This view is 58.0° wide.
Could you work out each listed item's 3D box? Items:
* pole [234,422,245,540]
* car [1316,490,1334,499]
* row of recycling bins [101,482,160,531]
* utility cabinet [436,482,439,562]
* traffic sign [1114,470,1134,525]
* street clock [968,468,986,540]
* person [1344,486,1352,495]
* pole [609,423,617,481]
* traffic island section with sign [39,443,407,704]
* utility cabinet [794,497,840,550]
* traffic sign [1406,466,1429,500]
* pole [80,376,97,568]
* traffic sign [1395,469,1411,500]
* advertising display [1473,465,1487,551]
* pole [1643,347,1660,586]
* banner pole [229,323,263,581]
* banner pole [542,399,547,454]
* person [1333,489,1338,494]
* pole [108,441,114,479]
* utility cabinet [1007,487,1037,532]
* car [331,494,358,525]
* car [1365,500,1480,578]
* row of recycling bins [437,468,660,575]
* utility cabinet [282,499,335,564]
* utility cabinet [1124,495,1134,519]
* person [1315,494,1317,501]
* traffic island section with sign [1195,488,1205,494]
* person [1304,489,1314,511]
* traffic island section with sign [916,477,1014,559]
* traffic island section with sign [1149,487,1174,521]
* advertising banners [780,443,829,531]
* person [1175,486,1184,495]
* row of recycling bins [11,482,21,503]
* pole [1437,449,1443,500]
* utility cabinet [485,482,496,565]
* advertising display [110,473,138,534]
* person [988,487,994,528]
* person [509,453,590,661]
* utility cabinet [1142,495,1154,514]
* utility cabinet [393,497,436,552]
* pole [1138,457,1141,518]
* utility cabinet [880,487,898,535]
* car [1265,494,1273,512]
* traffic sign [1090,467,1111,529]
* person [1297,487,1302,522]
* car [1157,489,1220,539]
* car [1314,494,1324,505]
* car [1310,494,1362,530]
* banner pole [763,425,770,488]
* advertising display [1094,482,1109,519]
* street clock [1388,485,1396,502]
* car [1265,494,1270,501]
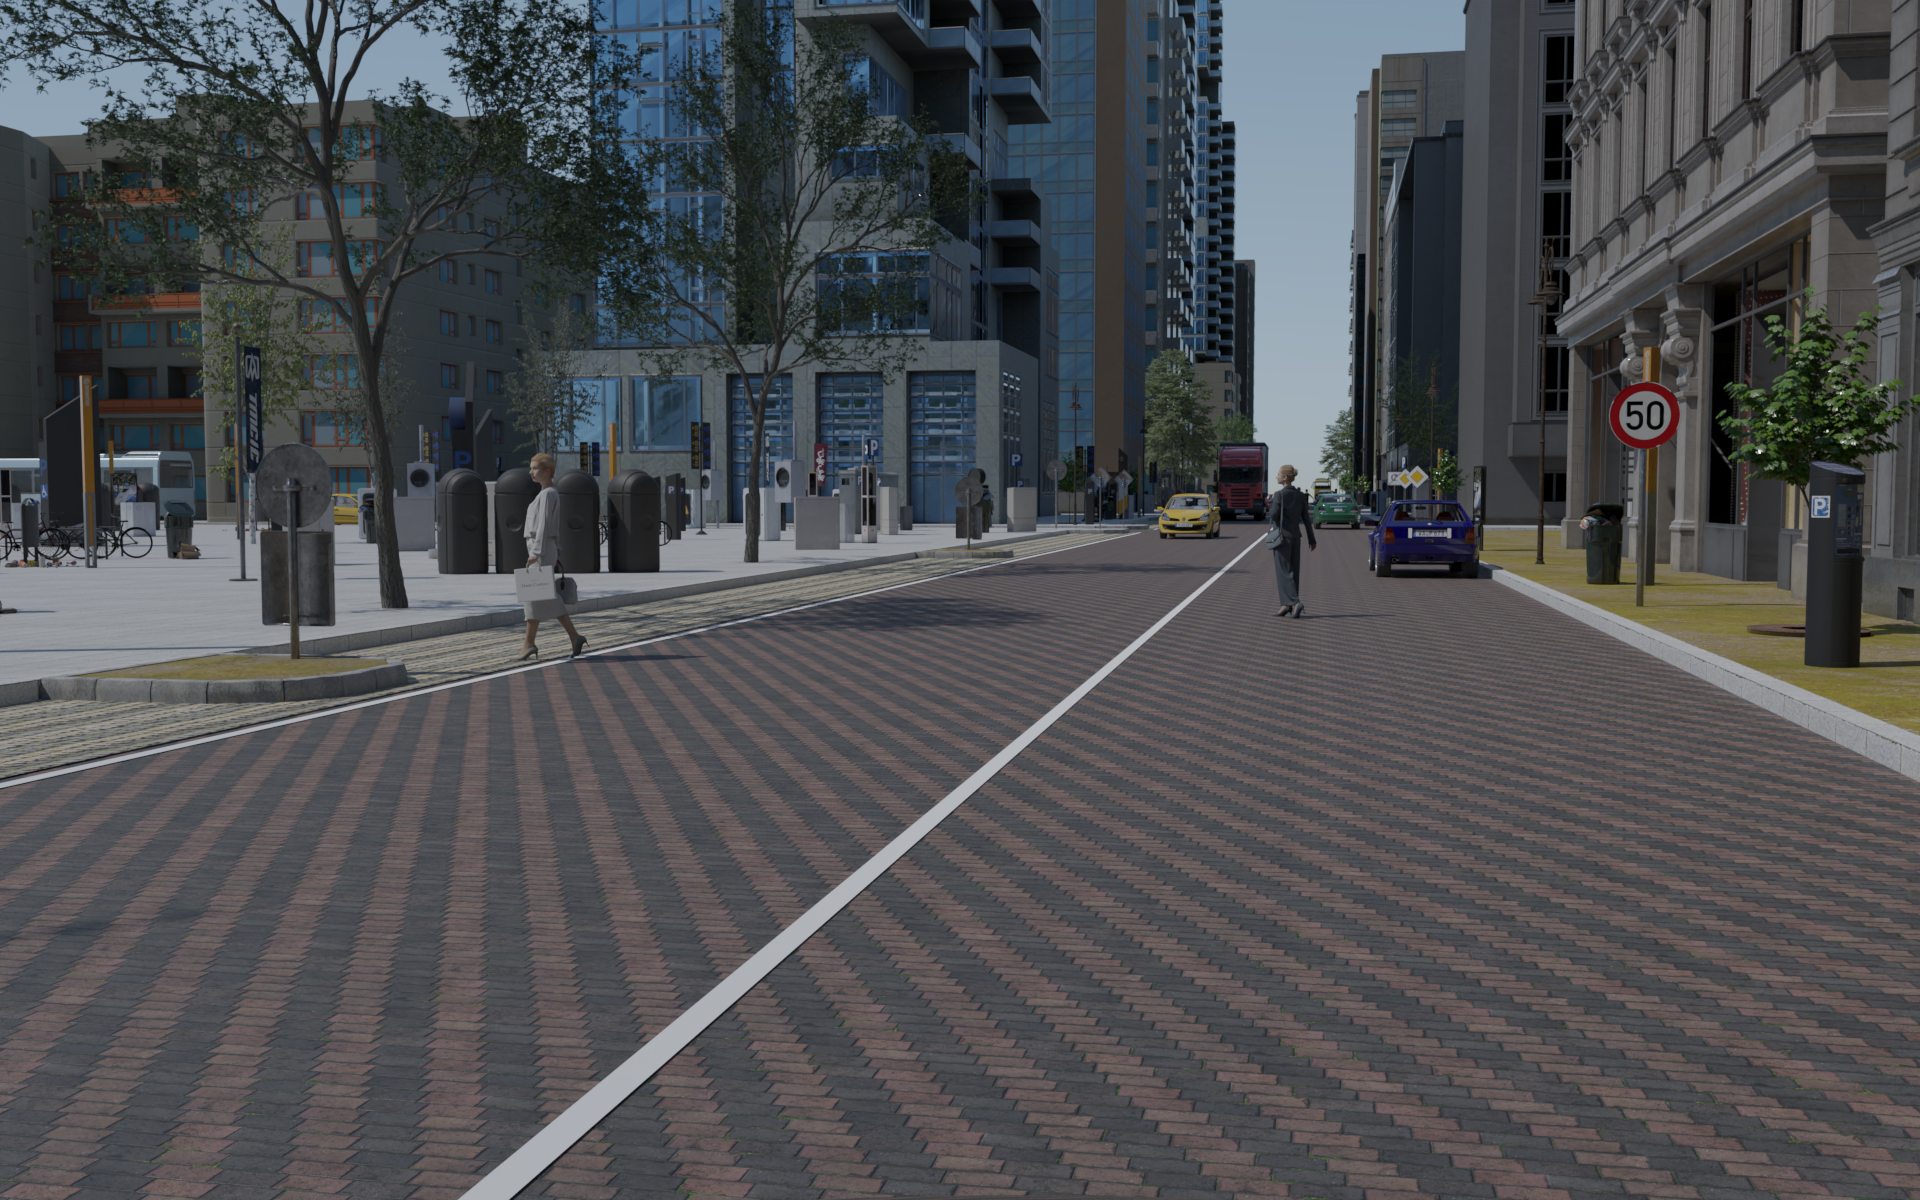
[{"bbox_3d":[-20.219,-3.350,48.613,0.158,3.312,0.155,0,3,0],"label":"pole"},{"bbox_3d":[37.733,-10.366,178.150,2.281,1.827,5.304,1,4,13],"label":"car"},{"bbox_3d":[-29.415,-3.279,60.732,1.069,1.692,3.534,1,4,10],"label":"row of recycling bins"},{"bbox_3d":[-9.755,-1.480,32.884,0.318,1.500,1.173,-1,4,-15],"label":"utility cabinet"},{"bbox_3d":[6.726,-4.126,71.097,0.795,2.450,0.064,1,4,11],"label":"traffic sign"},{"bbox_3d":[0.477,-2.689,48.541,0.471,2.002,0.358,3,5,43],"label":"street clock"},{"bbox_3d":[19.229,-4.738,85.884,0.656,1.842,0.836,3,5,39],"label":"person"},{"bbox_3d":[-9.963,-3.421,49.770,0.158,3.312,0.155,0,3,0],"label":"pole"},{"bbox_3d":[-5.219,-0.250,12.723,1.989,1.847,2.006,1,4,11],"label":"traffic island section with sign"},{"bbox_3d":[-3.292,-1.755,39.859,1.020,1.237,0.306,-1,4,-12],"label":"utility cabinet"},{"bbox_3d":[16.094,-3.509,61.022,0.795,2.450,0.064,1,4,11],"label":"traffic sign"},{"bbox_3d":[-15.077,-2.209,29.958,0.158,3.312,0.155,0,3,0],"label":"pole"},{"bbox_3d":[17.691,-3.988,68.847,0.795,2.450,0.064,1,4,11],"label":"traffic sign"},{"bbox_3d":[11.796,-2.087,39.340,0.123,1.923,0.974,0,4,7],"label":"advertising display"},{"bbox_3d":[9.612,-1.854,24.160,0.158,3.312,0.155,0,3,0],"label":"pole"},{"bbox_3d":[-10.559,-2.183,25.713,0.401,3.779,0.863,1,4,8],"label":"banner pole"},{"bbox_3d":[-10.942,-3.408,45.732,0.401,3.779,0.863,-1,4,-16],"label":"banner pole"},{"bbox_3d":[28.503,-7.528,131.391,0.447,1.846,0.655,0,4,4],"label":"person"},{"bbox_3d":[-32.554,-4.443,66.490,0.158,3.312,0.155,0,3,0],"label":"pole"},{"bbox_3d":[2.057,-3.005,57.808,0.318,1.500,1.173,3,5,42],"label":"utility cabinet"},{"bbox_3d":[-25.796,-3.890,73.828,3.980,1.641,2.015,1,4,12],"label":"car"},{"bbox_3d":[8.268,-1.129,31.047,1.945,1.354,3.894,1,4,11],"label":"car"},{"bbox_3d":[-6.674,-1.288,28.172,3.534,1.692,1.069,-1,4,-11],"label":"row of recycling bins"},{"bbox_3d":[-11.737,-1.228,31.240,0.306,1.237,1.020,1,4,22],"label":"utility cabinet"},{"bbox_3d":[8.669,-4.786,89.409,0.306,1.237,1.020,-1,4,-12],"label":"utility cabinet"},{"bbox_3d":[43.066,-12.082,209.265,0.599,1.433,0.991,-1,4,-10],"label":"person"},{"bbox_3d":[16.682,-6.813,120.020,1.989,1.847,2.006,1,4,11],"label":"traffic island section with sign"},{"bbox_3d":[30.159,-8.723,150.751,1.348,1.869,0.705,0,4,-1],"label":"person"},{"bbox_3d":[0.158,-1.866,39.138,1.989,1.847,2.006,1,4,11],"label":"traffic island section with sign"},{"bbox_3d":[11.292,-5.198,93.607,1.989,1.847,2.006,1,4,11],"label":"traffic island section with sign"},{"bbox_3d":[-5.546,-3.899,59.937,2.074,3.025,0.090,0,4,8],"label":"advertising banners"},{"bbox_3d":[11.246,-4.890,88.419,0.573,1.828,0.580,-3,5,-43],"label":"person"},{"bbox_3d":[-31.668,-2.939,55.170,3.534,1.692,1.069,0,4,1],"label":"row of recycling bins"},{"bbox_3d":[21.566,-5.137,77.835,0.158,3.312,0.155,0,3,0],"label":"pole"},{"bbox_3d":[-8.721,-1.375,31.165,1.173,1.500,0.318,2,4,27],"label":"utility cabinet"},{"bbox_3d":[-25.510,-2.915,52.866,0.123,1.923,0.974,1,4,19],"label":"advertising display"},{"bbox_3d":[1.080,-3.757,70.023,0.694,1.812,0.767,-2,4,-33],"label":"person"},{"bbox_3d":[-3.536,-0.369,14.883,0.624,1.780,0.694,0,4,3],"label":"person"},{"bbox_3d":[12.442,-6.327,114.606,0.306,1.237,1.020,3,5,44],"label":"utility cabinet"},{"bbox_3d":[-12.320,-1.693,38.846,1.020,1.237,0.306,-2,4,-28],"label":"utility cabinet"},{"bbox_3d":[9.744,-6.129,94.060,0.158,3.312,0.155,0,3,0],"label":"pole"},{"bbox_3d":[-2.220,-2.806,54.551,0.318,1.500,1.173,-1,4,-16],"label":"utility cabinet"},{"bbox_3d":[25.743,-8.021,140.178,2.155,1.783,4.494,1,4,13],"label":"car"},{"bbox_3d":[5.129,-3.647,63.273,0.795,2.450,0.064,1,4,11],"label":"traffic sign"},{"bbox_3d":[17.490,-4.962,89.835,0.583,1.804,0.606,1,4,9],"label":"person"},{"bbox_3d":[7.519,-2.834,56.557,2.015,1.641,3.980,1,4,13],"label":"car"},{"bbox_3d":[34.589,-9.307,164.171,2.014,1.417,4.499,1,4,11],"label":"car"},{"bbox_3d":[15.558,-3.655,71.555,2.131,1.459,4.920,1,4,11],"label":"car"},{"bbox_3d":[-7.008,-4.445,62.693,0.401,3.779,0.863,-2,4,-24],"label":"banner pole"},{"bbox_3d":[7.373,-5.237,90.839,0.974,1.923,0.123,3,5,43],"label":"advertising display"},{"bbox_3d":[20.302,-4.697,81.367,0.358,2.002,0.471,-1,4,-9],"label":"street clock"},{"bbox_3d":[28.210,-9.024,157.767,2.015,1.641,3.980,1,4,10],"label":"car"}]
